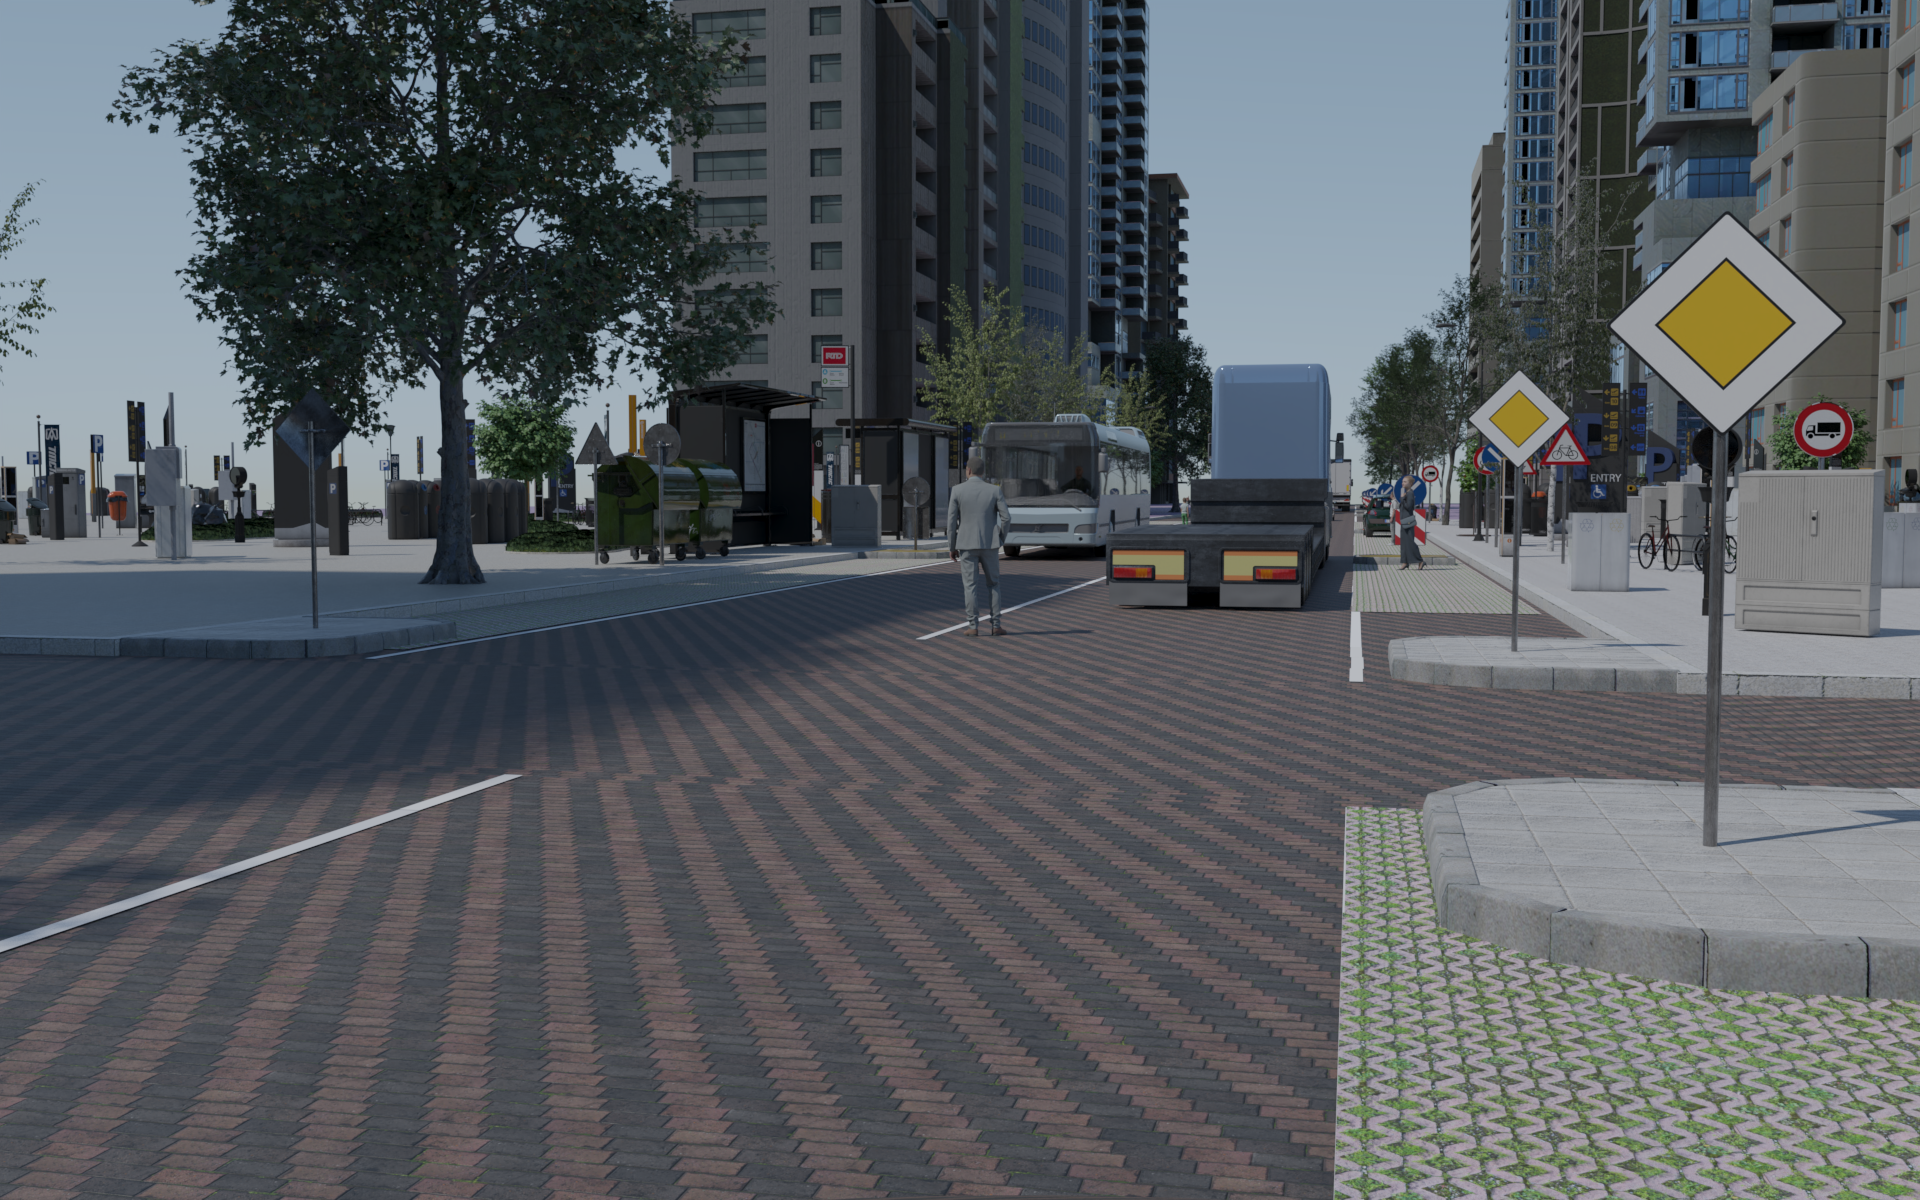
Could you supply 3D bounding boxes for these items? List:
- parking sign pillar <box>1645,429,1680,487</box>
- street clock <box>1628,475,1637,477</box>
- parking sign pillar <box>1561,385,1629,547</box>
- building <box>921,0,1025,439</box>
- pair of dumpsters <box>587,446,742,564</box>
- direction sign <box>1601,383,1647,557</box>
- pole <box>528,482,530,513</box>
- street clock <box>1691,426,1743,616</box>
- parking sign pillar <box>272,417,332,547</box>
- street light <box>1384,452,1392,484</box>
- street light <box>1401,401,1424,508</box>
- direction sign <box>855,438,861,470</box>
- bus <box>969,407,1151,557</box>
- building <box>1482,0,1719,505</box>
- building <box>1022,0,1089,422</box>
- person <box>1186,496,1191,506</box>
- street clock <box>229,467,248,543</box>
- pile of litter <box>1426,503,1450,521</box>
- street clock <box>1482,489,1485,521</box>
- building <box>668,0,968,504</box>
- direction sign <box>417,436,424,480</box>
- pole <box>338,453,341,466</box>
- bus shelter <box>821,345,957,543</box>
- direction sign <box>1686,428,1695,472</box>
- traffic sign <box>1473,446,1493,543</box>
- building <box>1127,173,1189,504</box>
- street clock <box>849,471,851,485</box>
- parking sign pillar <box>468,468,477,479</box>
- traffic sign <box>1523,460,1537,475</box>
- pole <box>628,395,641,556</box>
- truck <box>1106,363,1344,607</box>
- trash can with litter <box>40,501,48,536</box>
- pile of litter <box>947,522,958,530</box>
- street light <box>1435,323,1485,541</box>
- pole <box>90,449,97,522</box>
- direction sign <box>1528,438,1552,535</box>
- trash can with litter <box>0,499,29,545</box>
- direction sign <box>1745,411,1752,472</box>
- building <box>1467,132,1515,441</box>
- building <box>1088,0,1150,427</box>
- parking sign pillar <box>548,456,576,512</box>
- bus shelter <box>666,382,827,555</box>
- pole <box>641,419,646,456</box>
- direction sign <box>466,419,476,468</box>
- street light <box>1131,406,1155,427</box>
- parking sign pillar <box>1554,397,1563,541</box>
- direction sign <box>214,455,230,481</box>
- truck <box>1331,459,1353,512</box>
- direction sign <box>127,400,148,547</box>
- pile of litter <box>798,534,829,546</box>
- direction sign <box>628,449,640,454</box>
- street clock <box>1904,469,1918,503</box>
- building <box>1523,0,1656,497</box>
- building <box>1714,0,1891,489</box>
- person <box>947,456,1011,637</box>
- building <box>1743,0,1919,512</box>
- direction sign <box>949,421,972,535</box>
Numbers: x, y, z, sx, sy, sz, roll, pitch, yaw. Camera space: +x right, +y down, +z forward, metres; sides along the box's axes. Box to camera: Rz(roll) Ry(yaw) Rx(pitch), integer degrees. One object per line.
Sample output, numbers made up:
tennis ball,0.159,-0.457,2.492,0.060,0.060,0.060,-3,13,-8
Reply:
parking sign pillar,29.027,-5.084,71.596,1.447,3.967,1.447,3,5,42
street clock,26.197,-3.850,67.517,0.358,2.002,0.471,-2,4,-29
parking sign pillar,15.415,-3.260,41.771,1.447,3.967,1.447,1,4,22
building,-3.886,-26.413,115.444,14.154,41.232,14.086,1,4,13
pair of dumpsters,-5.677,-1.901,33.577,1.574,2.255,4.437,1,4,13
direction sign,13.498,-2.646,35.259,0.876,3.537,0.379,0,4,4
pole,-23.069,-6.029,92.419,0.158,3.312,0.155,0,3,0
street clock,7.944,-0.835,18.222,0.471,2.002,0.358,2,4,31
parking sign pillar,-16.005,-3.285,42.179,1.447,3.967,1.447,-1,4,-10
street light,30.817,-9.169,122.448,1.470,5.913,1.316,1,4,13
street light,22.476,-6.947,86.126,1.470,5.913,1.316,1,4,13
direction sign,-3.137,-3.933,56.309,0.876,3.537,0.379,2,4,26
bus,2.794,-2.914,42.503,2.948,3.499,13.247,1,4,11
building,71.789,-54.248,199.621,22.319,86.520,31.000,1,4,13
building,-2.353,-36.370,136.656,21.231,58.520,28.212,1,4,13
person,5.615,-1.995,41.298,0.466,1.800,0.511,0,4,0
street clock,-19.014,-2.514,45.682,0.471,2.002,0.358,2,4,33
pile of litter,22.692,-4.176,82.237,1.719,0.858,1.176,-2,4,-31
street clock,25.019,-4.799,83.027,0.471,2.002,0.358,-1,4,-10
building,-7.885,-20.180,101.644,14.160,30.474,14.107,1,4,13
direction sign,-21.108,-4.635,67.774,0.379,3.537,0.876,-2,4,-31
pole,-30.921,-5.669,86.524,0.158,3.312,0.155,0,3,0
bus shelter,-2.109,-4.377,49.200,2.179,5.291,8.768,1,4,13
direction sign,25.137,-4.138,59.660,0.379,3.537,0.876,0,4,7
traffic sign,13.800,-2.763,45.280,0.768,2.556,0.104,1,4,19
building,18.839,-35.342,232.459,22.147,44.769,28.867,1,4,13
street clock,-3.487,-3.037,54.221,0.358,2.002,0.471,-1,4,-9
parking sign pillar,-25.074,-6.052,87.419,1.447,3.967,1.447,0,4,-7
traffic sign,15.293,-2.896,47.358,0.884,2.594,0.081,1,4,13
pole,-6.724,-2.558,35.661,0.158,3.312,0.155,0,3,0
truck,5.107,-2.478,30.278,2.967,4.110,18.799,1,4,13
trash can with litter,-28.095,-2.552,53.115,1.055,1.170,0.624,1,4,20
pile of litter,-0.748,-2.949,62.184,1.719,0.858,1.176,-1,4,-9
street light,13.617,-4.563,47.140,1.470,5.913,1.316,1,4,13
pole,-39.595,-5.215,79.110,0.158,3.312,0.155,0,3,0
direction sign,18.030,-3.804,54.188,0.876,3.537,0.379,1,4,13
trash can with litter,-24.227,-2.008,44.221,1.055,1.170,0.624,1,4,22
direction sign,17.419,-2.833,38.321,0.379,3.537,0.876,1,4,18
building,78.259,-36.862,226.401,21.300,48.544,21.600,1,4,13
building,11.386,-54.389,201.936,22.319,86.520,31.000,1,4,13
parking sign pillar,-19.485,-5.889,84.764,1.447,3.967,1.447,-2,4,-27
bus shelter,-4.773,-2.958,39.644,1.731,3.624,6.357,1,4,13
pole,-8.665,-3.276,47.402,0.158,3.312,0.155,0,3,0
direction sign,-15.055,-3.687,52.274,0.876,3.537,0.379,0,4,-5
street light,9.637,-7.302,91.934,1.470,5.913,1.316,1,4,13
parking sign pillar,17.076,-3.633,47.874,1.447,3.967,1.447,2,4,30
direction sign,-43.028,-6.670,101.043,0.876,3.537,0.379,-1,4,-20
truck,31.137,-9.453,143.466,2.839,4.237,11.283,1,4,12
direction sign,-20.061,-3.074,42.262,0.379,3.537,0.876,0,4,0
pile of litter,-3.912,-1.830,43.889,1.176,0.858,1.719,0,4,5
direction sign,-16.209,-5.795,86.752,0.876,3.537,0.379,-3,4,-38
street clock,27.362,-2.770,49.863,0.358,2.002,0.471,1,4,16
building,55.944,-42.575,134.345,20.563,71.187,20.611,1,4,13
building,51.496,-48.632,107.809,22.319,86.520,31.000,1,4,13
person,0.192,-0.544,17.488,0.635,1.810,0.391,-1,4,-10
building,45.184,-13.125,59.635,27.650,21.520,28.899,1,4,13
direction sign,0.012,-3.793,54.016,0.876,3.537,0.379,-3,4,-36
